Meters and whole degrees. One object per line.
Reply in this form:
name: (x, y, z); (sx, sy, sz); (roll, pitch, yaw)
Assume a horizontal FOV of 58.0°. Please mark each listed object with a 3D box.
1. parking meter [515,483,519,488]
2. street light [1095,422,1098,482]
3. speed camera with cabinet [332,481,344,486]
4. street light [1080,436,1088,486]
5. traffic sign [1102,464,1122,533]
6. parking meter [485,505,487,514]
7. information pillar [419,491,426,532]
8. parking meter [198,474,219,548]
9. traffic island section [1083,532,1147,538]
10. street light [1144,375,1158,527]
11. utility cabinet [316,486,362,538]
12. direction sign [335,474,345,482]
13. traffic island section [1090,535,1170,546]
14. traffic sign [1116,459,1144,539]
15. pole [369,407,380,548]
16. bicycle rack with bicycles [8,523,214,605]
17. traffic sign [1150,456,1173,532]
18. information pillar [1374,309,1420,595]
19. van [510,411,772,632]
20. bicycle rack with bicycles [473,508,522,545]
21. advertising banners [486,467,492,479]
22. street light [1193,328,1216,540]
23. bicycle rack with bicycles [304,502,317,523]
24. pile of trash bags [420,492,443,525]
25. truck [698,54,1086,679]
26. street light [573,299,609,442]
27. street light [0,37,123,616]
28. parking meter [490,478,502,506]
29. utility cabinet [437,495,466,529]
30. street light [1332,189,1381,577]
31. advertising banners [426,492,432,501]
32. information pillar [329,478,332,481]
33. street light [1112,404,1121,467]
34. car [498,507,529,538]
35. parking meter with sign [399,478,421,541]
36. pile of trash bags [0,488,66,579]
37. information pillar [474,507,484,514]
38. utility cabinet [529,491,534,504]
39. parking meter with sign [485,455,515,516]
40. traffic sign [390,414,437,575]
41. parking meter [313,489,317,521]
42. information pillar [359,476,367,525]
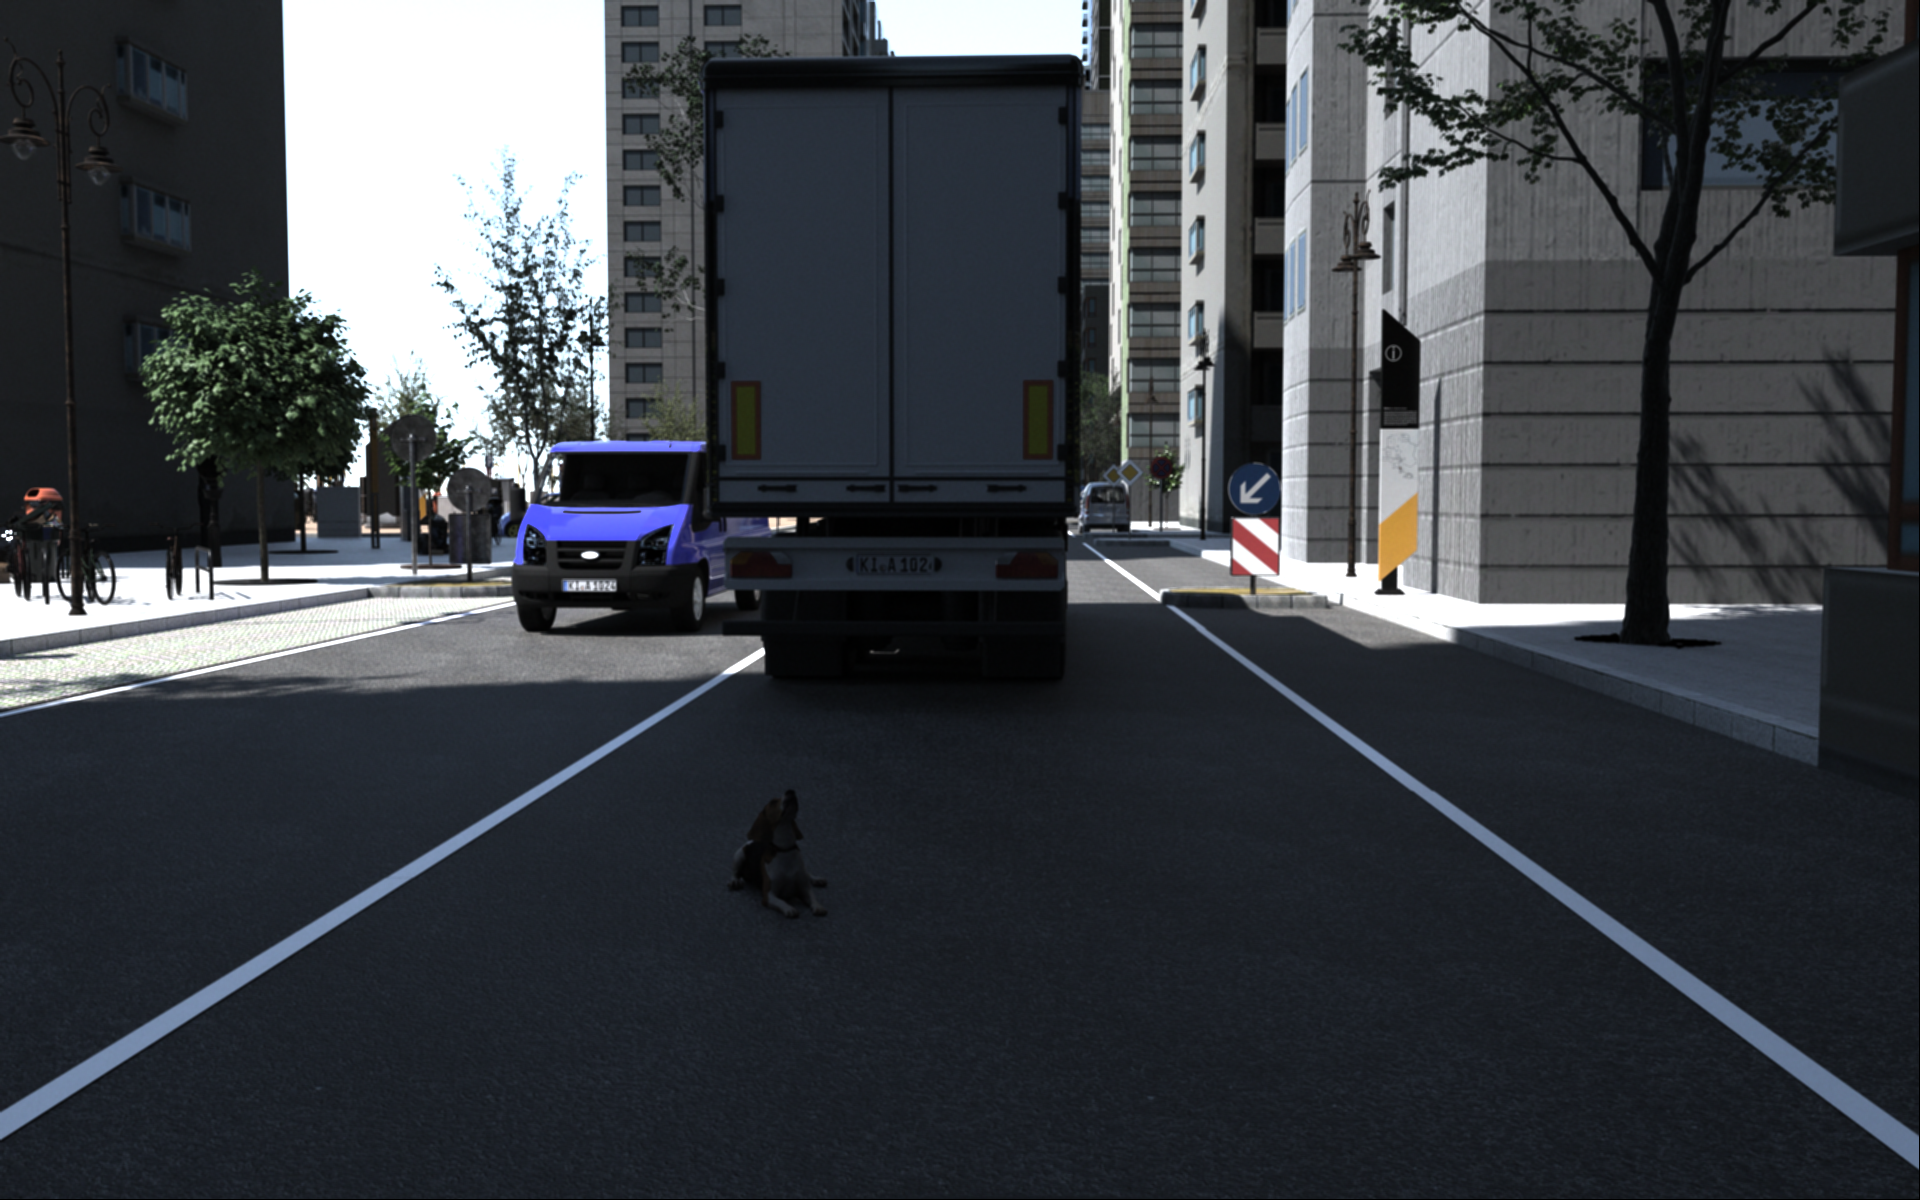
parking meter: (-22.681, -5.060, 88.447); (0.255, 1.863, 0.399); (1, 4, 8)
street light: (8.685, -8.411, 110.312); (0.468, 5.910, 1.993); (0, 4, 2)
speed camera with cabinet: (-41.835, -7.575, 118.192); (2.038, 3.252, 0.660); (1, 4, 11)
street light: (9.520, -9.711, 131.556); (0.468, 5.910, 1.993); (0, 4, 2)
traffic sign: (5.051, -3.258, 56.903); (0.795, 2.450, 0.064); (0, 4, 2)
parking meter: (-27.684, -5.701, 101.622); (0.372, 1.533, 0.369); (0, 3, 0)
information pillar: (-18.442, -4.133, 58.925); (0.504, 3.616, 0.183); (0, 4, -6)
parking meter: (-17.476, -2.114, 40.273); (0.399, 1.863, 0.255); (-3, 4, -37)
traffic island section: (5.075, -2.122, 56.979); (2.009, 0.180, 2.903); (0, 4, 2)
street light: (7.397, -5.774, 67.199); (0.468, 5.910, 1.993); (0, 4, 2)
utility cabinet: (-17.974, -2.537, 50.155); (1.173, 1.500, 0.318); (0, 4, -4)
direction sign: (-40.100, -7.336, 111.932); (0.379, 3.537, 0.876); (2, 4, 28)
traffic island section: (4.817, -1.634, 48.998); (2.009, 0.180, 2.903); (0, 4, 2)
traffic sign: (4.793, -2.769, 48.922); (0.795, 2.450, 0.064); (0, 4, 2)
pole: (-13.813, -2.874, 40.839); (0.158, 3.312, 0.155); (0, 3, 0)
bicycle rack with bicycles: (-10.295, -0.471, 21.087); (2.852, 0.926, 2.925); (-2, 4, -28)
traffic sign: (6.826, -3.584, 58.710); (0.768, 2.556, 0.104); (0, 4, 8)
information pillar: (5.558, -1.873, 21.979); (0.504, 3.616, 0.183); (0, 4, 3)
van: (-3.524, -0.945, 19.830); (2.240, 2.365, 5.245); (0, 4, 4)
bicycle rack with bicycles: (-11.319, -1.825, 43.220); (2.852, 0.926, 2.925); (0, 4, 5)
advertising banners: (-28.807, -6.850, 108.181); (2.074, 3.025, 0.090); (2, 4, 27)
street light: (6.821, -4.628, 48.455); (0.468, 5.910, 1.993); (0, 4, 2)
bicycle rack with bicycles: (-28.939, -3.895, 77.063); (2.925, 0.926, 2.852); (2, 4, 34)
pile of trash bags: (-23.439, -4.173, 77.979); (1.912, 1.369, 3.447); (1, 4, 19)
truck: (-0.169, -1.700, 16.716); (2.839, 4.237, 11.283); (0, 4, 3)
street light: (-8.631, -4.152, 40.671); (0.468, 5.910, 1.993); (0, 4, 2)
street light: (-9.356, -2.777, 18.186); (0.468, 5.910, 1.993); (0, 4, 2)
parking meter: (-17.059, -3.547, 63.709); (0.399, 1.863, 0.255); (0, 4, 7)
utility cabinet: (-18.763, -3.228, 63.944); (1.020, 1.237, 0.306); (1, 4, 14)
street light: (6.070, -3.297, 26.690); (0.468, 5.910, 1.993); (0, 4, 2)
advertising banners: (-27.690, -5.713, 89.594); (0.090, 3.025, 2.074); (0, 4, 1)
information pillar: (-48.218, -8.635, 132.534); (0.183, 3.616, 0.504); (1, 4, 19)
street light: (8.051, -7.088, 88.669); (0.468, 5.910, 1.993); (0, 4, 2)
car: (-12.231, -2.646, 52.854); (3.694, 1.707, 1.945); (0, 4, 3)
parking meter with sign: (-15.202, -3.148, 47.724); (0.543, 3.016, 1.738); (-2, 4, -27)
pile of trash bags: (-14.974, -1.051, 26.930); (3.447, 1.369, 1.912); (2, 4, 33)
information pillar: (-18.759, -3.853, 67.485); (0.304, 2.012, 0.304); (-3, 4, -38)
utility cabinet: (-28.943, -6.741, 118.901); (1.173, 1.500, 0.318); (-1, 4, -20)
parking meter with sign: (-20.376, -4.982, 77.709); (1.738, 3.016, 0.543); (1, 4, 15)
traffic sign: (-8.690, -1.677, 27.525); (0.768, 2.556, 0.104); (0, 4, 5)
parking meter: (-30.121, -4.450, 81.173); (0.372, 1.533, 0.369); (0, 3, 0)
information pillar: (-24.732, -4.127, 71.962); (0.304, 2.012, 0.304); (3, 5, 44)
